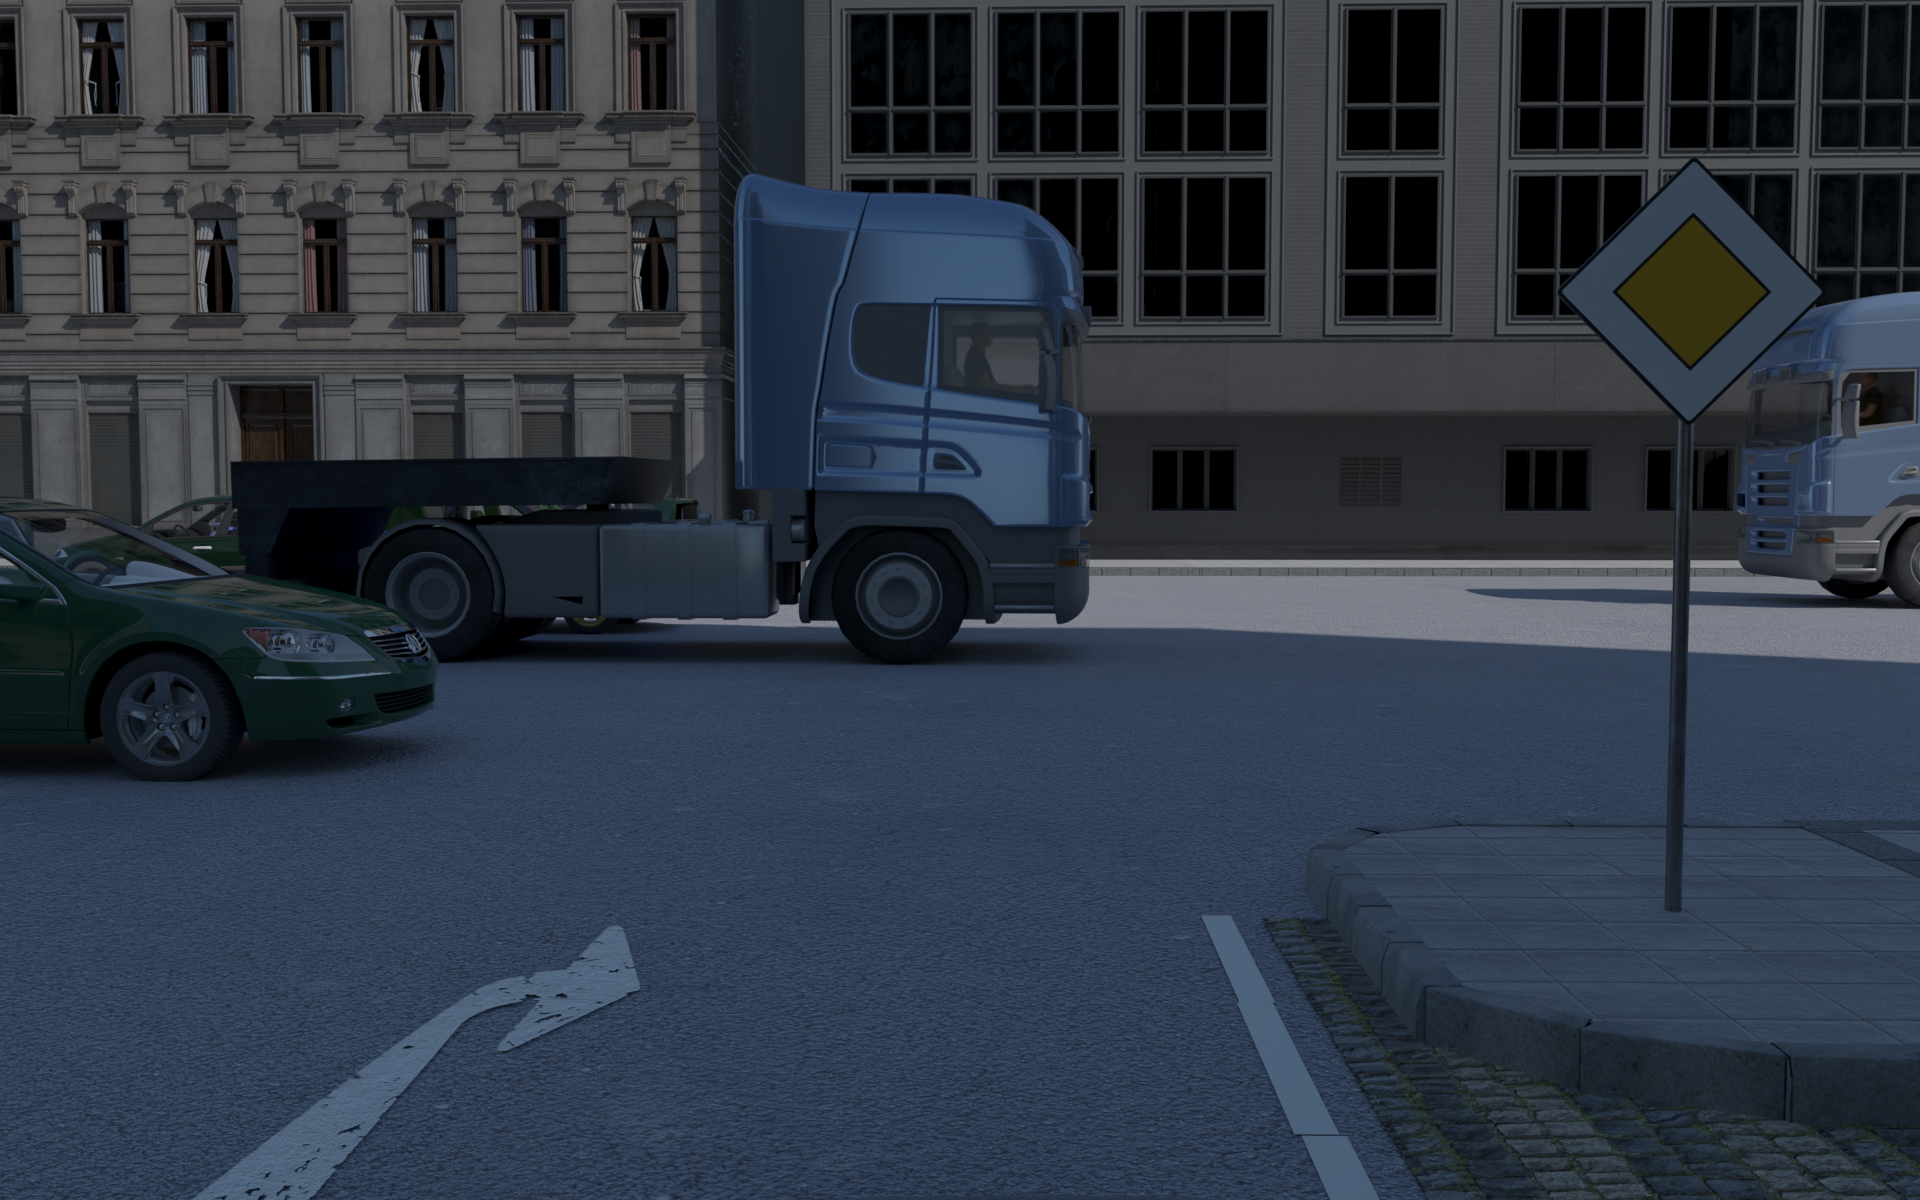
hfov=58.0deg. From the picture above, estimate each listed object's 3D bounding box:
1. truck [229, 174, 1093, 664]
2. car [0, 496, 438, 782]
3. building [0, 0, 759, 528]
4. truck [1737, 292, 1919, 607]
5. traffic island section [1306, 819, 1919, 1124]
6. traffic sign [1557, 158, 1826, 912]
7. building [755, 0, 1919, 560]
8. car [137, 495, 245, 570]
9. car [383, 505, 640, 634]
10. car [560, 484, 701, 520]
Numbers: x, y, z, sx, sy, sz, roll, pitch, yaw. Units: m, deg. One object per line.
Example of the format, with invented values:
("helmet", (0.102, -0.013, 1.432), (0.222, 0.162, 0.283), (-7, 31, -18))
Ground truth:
("truck", (-7.521, -1.595, 15.839), (18.799, 4.110, 2.967), (0, 4, 2))
("car", (-5.357, 0.139, 9.532), (4.920, 1.459, 2.131), (0, 4, 3))
("building", (-13.358, -11.557, 38.112), (18.267, 20.994, 9.793), (0, 4, 2))
("truck", (19.251, -1.986, 22.231), (18.799, 4.110, 2.967), (0, 4, 3))
("traffic island section", (2.219, 1.035, 5.353), (2.009, 0.180, 2.903), (0, 4, 2))
("traffic sign", (2.195, -0.100, 5.276), (0.795, 2.450, 0.064), (0, 4, 2))
("building", (8.112, -14.967, 38.223), (24.014, 27.812, 14.314), (0, 4, 2))
("car", (-9.053, -0.706, 21.329), (4.222, 1.686, 2.009), (0, 4, 2))
("car", (-4.835, -0.544, 18.493), (3.694, 1.707, 1.945), (0, 4, 3))
("car", (-5.615, -0.980, 25.803), (4.222, 1.686, 2.009), (0, 4, 3))
